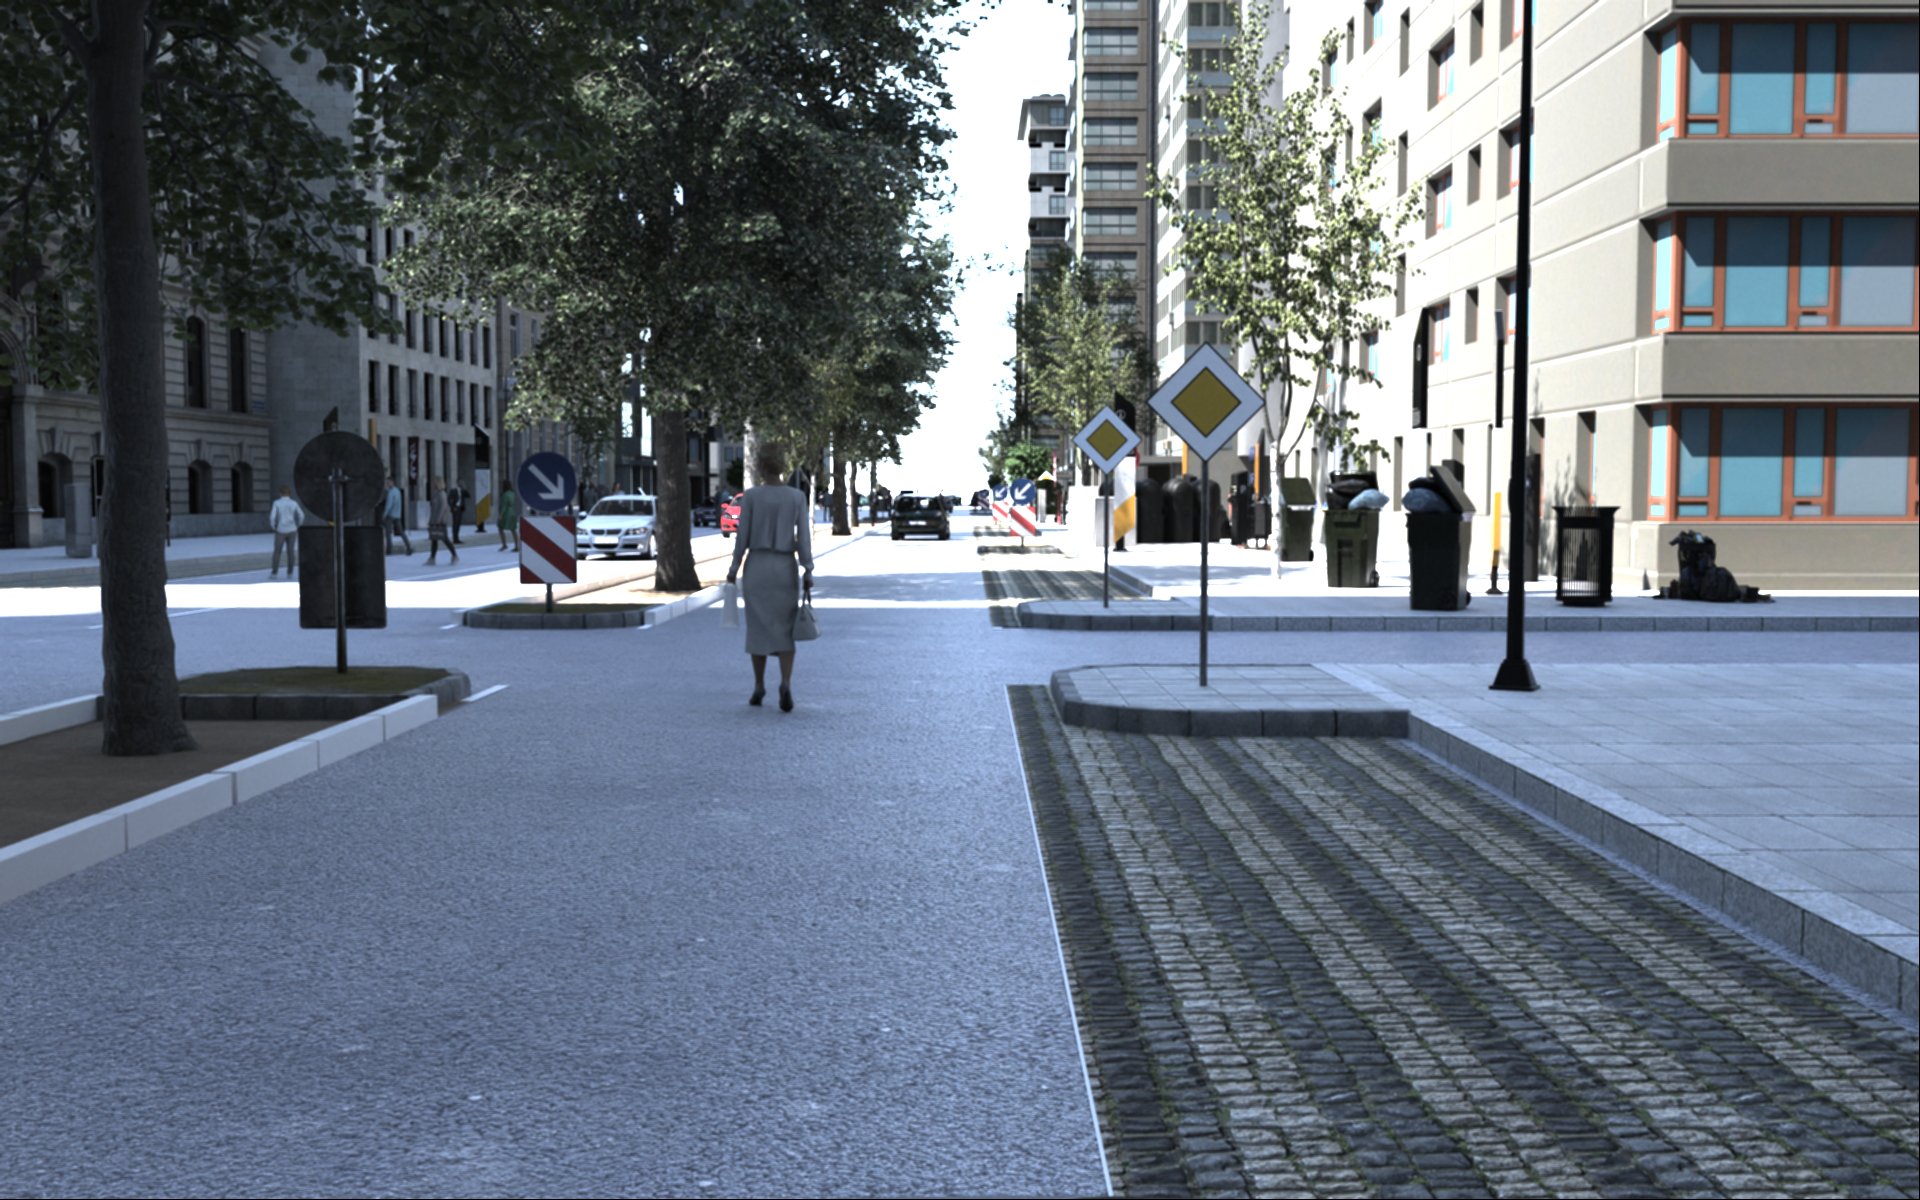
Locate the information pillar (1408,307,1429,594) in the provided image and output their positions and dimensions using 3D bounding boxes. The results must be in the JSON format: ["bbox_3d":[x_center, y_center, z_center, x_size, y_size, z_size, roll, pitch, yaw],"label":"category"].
[{"bbox_3d":[5.838,-1.875,22.009,0.183,3.616,0.504,0,4,2],"label":"information pillar"}]

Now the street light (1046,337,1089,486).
[{"bbox_3d":[3.248,-4.820,51.340,1.470,5.913,1.316,0,4,0],"label":"street light"}]

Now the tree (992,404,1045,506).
[{"bbox_3d":[4.288,-11.087,131.632,4.360,8.622,3.978,0,3,0],"label":"tree"}]

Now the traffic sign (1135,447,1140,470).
[{"bbox_3d":[4.120,-2.642,43.305,0.768,2.556,0.104,0,4,6],"label":"traffic sign"}]

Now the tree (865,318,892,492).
[{"bbox_3d":[-4.226,-6.960,66.610,4.360,8.622,3.978,0,3,0],"label":"tree"}]

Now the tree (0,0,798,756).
[{"bbox_3d":[-4.420,-5.396,8.803,7.486,12.596,7.792,0,3,0],"label":"tree"}]

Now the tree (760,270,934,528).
[{"bbox_3d":[-4.605,-8.901,73.749,9.928,11.665,9.643,0,3,0],"label":"tree"}]

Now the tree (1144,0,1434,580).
[{"bbox_3d":[4.712,-4.590,25.412,4.737,8.622,4.395,0,3,0],"label":"tree"}]

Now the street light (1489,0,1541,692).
[{"bbox_3d":[3.118,-2.368,11.252,1.470,5.913,1.316,0,4,0],"label":"street light"}]

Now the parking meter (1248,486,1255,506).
[{"bbox_3d":[8.809,-2.717,52.829,0.372,1.533,0.369,0,3,0],"label":"parking meter"}]

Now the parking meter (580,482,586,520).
[{"bbox_3d":[-18.710,-4.929,86.306,0.399,1.863,0.255,-2,4,-34],"label":"parking meter"}]

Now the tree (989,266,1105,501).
[{"bbox_3d":[3.893,-6.426,55.434,4.737,8.622,4.395,0,3,0],"label":"tree"}]

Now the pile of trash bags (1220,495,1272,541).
[{"bbox_3d":[7.885,-2.418,49.287,1.912,1.369,3.447,0,4,5],"label":"pile of trash bags"}]

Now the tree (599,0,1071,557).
[{"bbox_3d":[-3.445,-10.959,37.533,12.611,20.169,13.585,0,3,0],"label":"tree"}]

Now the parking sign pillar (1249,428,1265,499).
[{"bbox_3d":[12.069,-5.012,70.415,1.447,3.967,1.447,1,4,19],"label":"parking sign pillar"}]

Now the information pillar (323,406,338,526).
[{"bbox_3d":[-16.644,-3.337,45.916,0.183,3.616,0.504,1,4,20],"label":"information pillar"}]

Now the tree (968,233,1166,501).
[{"bbox_3d":[4.272,-7.829,62.420,7.601,10.594,8.767,0,4,6],"label":"tree"}]

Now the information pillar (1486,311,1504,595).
[{"bbox_3d":[6.820,-1.874,21.992,0.183,3.616,0.504,1,4,13],"label":"information pillar"}]

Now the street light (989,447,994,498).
[{"bbox_3d":[3.495,-12.114,170.600,1.470,5.913,1.316,0,4,0],"label":"street light"}]

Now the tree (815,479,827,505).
[{"bbox_3d":[-16.211,-12.873,205.080,1.663,3.219,1.824,0,3,0],"label":"tree"}]

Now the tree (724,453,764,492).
[{"bbox_3d":[-16.766,-9.260,135.118,4.285,4.588,4.351,0,3,0],"label":"tree"}]

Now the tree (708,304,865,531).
[{"bbox_3d":[-4.757,-5.727,46.458,4.360,8.622,3.978,0,3,0],"label":"tree"}]

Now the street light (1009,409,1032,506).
[{"bbox_3d":[3.337,-7.440,94.178,1.470,5.913,1.316,0,4,0],"label":"street light"}]

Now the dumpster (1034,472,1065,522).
[{"bbox_3d":[3.952,-4.641,78.372,1.502,2.255,1.985,0,4,0],"label":"dumpster"}]

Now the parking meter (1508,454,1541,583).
[{"bbox_3d":[8.212,-1.193,25.223,0.399,1.863,0.255,3,4,37],"label":"parking meter"}]

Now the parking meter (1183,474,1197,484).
[{"bbox_3d":[6.545,-2.667,49.317,0.255,1.863,0.399,-2,4,-31],"label":"parking meter"}]

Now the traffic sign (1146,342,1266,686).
[{"bbox_3d":[1.625,-0.482,11.524,0.795,2.450,0.064,0,4,0],"label":"traffic sign"}]

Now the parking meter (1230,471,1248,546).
[{"bbox_3d":[6.948,-2.286,43.090,0.399,1.863,0.255,-2,4,-30],"label":"parking meter"}]

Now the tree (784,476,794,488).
[{"bbox_3d":[-16.228,-10.030,158.593,1.663,3.219,1.824,0,3,0],"label":"tree"}]

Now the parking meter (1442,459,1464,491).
[{"bbox_3d":[8.381,-1.454,29.483,0.255,1.863,0.399,3,5,42],"label":"parking meter"}]

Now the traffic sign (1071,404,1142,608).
[{"bbox_3d":[1.647,-0.970,19.509,0.795,2.450,0.064,0,4,0],"label":"traffic sign"}]

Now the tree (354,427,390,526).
[{"bbox_3d":[-17.363,-3.400,50.188,1.663,3.219,1.824,0,3,0],"label":"tree"}]

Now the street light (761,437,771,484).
[{"bbox_3d":[-15.447,-10.220,139.633,1.470,5.913,1.316,0,4,0],"label":"street light"}]

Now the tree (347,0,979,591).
[{"bbox_3d":[-4.189,-7.098,25.161,9.857,13.997,8.962,0,3,0],"label":"tree"}]

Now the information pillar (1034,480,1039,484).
[{"bbox_3d":[3.925,-5.097,87.836,0.304,2.012,0.304,1,4,18],"label":"information pillar"}]

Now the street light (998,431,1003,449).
[{"bbox_3d":[3.492,-9.464,127.277,1.470,5.913,1.316,0,4,0],"label":"street light"}]

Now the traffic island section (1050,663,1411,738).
[{"bbox_3d":[1.648,0.653,11.601,2.009,0.180,2.903,0,4,0],"label":"traffic island section"}]

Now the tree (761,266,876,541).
[{"bbox_3d":[-4.470,-6.068,52.032,4.737,8.622,4.395,0,3,0],"label":"tree"}]

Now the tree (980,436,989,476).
[{"bbox_3d":[4.210,-13.059,163.871,4.737,8.622,4.395,0,3,0],"label":"tree"}]

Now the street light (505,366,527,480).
[{"bbox_3d":[-15.747,-5.486,62.244,1.470,5.913,1.316,0,4,0],"label":"street light"}]

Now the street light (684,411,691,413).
[{"bbox_3d":[-15.635,-7.580,96.468,1.470,5.913,1.316,0,4,0],"label":"street light"}]

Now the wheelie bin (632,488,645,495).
[{"bbox_3d":[-16.237,-4.874,87.597,0.693,1.594,0.980,0,4,1],"label":"wheelie bin"}]

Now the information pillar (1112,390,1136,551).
[{"bbox_3d":[3.680,-2.905,38.856,0.504,3.616,0.183,0,4,3],"label":"information pillar"}]

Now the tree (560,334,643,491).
[{"bbox_3d":[-16.125,-7.670,75.772,4.737,8.622,4.395,0,3,0],"label":"tree"}]

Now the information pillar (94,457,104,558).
[{"bbox_3d":[-17.128,-1.851,34.760,0.304,2.012,0.304,0,4,5],"label":"information pillar"}]

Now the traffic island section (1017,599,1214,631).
[{"bbox_3d":[1.670,0.165,19.586,2.009,0.180,2.903,0,4,0],"label":"traffic island section"}]

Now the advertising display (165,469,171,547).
[{"bbox_3d":[-19.726,-2.256,42.094,0.974,1.923,0.123,-2,4,-32],"label":"advertising display"}]

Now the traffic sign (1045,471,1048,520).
[{"bbox_3d":[4.271,-5.170,85.714,0.795,2.450,0.064,1,4,9],"label":"traffic sign"}]

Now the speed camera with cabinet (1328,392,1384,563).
[{"bbox_3d":[7.526,-2.358,32.892,0.660,3.252,2.038,0,4,-1],"label":"speed camera with cabinet"}]

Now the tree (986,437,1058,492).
[{"bbox_3d":[3.974,-7.007,98.284,4.285,4.588,4.351,0,3,0],"label":"tree"}]

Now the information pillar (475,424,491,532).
[{"bbox_3d":[-15.939,-4.064,57.796,0.504,3.616,0.183,0,4,8],"label":"information pillar"}]
